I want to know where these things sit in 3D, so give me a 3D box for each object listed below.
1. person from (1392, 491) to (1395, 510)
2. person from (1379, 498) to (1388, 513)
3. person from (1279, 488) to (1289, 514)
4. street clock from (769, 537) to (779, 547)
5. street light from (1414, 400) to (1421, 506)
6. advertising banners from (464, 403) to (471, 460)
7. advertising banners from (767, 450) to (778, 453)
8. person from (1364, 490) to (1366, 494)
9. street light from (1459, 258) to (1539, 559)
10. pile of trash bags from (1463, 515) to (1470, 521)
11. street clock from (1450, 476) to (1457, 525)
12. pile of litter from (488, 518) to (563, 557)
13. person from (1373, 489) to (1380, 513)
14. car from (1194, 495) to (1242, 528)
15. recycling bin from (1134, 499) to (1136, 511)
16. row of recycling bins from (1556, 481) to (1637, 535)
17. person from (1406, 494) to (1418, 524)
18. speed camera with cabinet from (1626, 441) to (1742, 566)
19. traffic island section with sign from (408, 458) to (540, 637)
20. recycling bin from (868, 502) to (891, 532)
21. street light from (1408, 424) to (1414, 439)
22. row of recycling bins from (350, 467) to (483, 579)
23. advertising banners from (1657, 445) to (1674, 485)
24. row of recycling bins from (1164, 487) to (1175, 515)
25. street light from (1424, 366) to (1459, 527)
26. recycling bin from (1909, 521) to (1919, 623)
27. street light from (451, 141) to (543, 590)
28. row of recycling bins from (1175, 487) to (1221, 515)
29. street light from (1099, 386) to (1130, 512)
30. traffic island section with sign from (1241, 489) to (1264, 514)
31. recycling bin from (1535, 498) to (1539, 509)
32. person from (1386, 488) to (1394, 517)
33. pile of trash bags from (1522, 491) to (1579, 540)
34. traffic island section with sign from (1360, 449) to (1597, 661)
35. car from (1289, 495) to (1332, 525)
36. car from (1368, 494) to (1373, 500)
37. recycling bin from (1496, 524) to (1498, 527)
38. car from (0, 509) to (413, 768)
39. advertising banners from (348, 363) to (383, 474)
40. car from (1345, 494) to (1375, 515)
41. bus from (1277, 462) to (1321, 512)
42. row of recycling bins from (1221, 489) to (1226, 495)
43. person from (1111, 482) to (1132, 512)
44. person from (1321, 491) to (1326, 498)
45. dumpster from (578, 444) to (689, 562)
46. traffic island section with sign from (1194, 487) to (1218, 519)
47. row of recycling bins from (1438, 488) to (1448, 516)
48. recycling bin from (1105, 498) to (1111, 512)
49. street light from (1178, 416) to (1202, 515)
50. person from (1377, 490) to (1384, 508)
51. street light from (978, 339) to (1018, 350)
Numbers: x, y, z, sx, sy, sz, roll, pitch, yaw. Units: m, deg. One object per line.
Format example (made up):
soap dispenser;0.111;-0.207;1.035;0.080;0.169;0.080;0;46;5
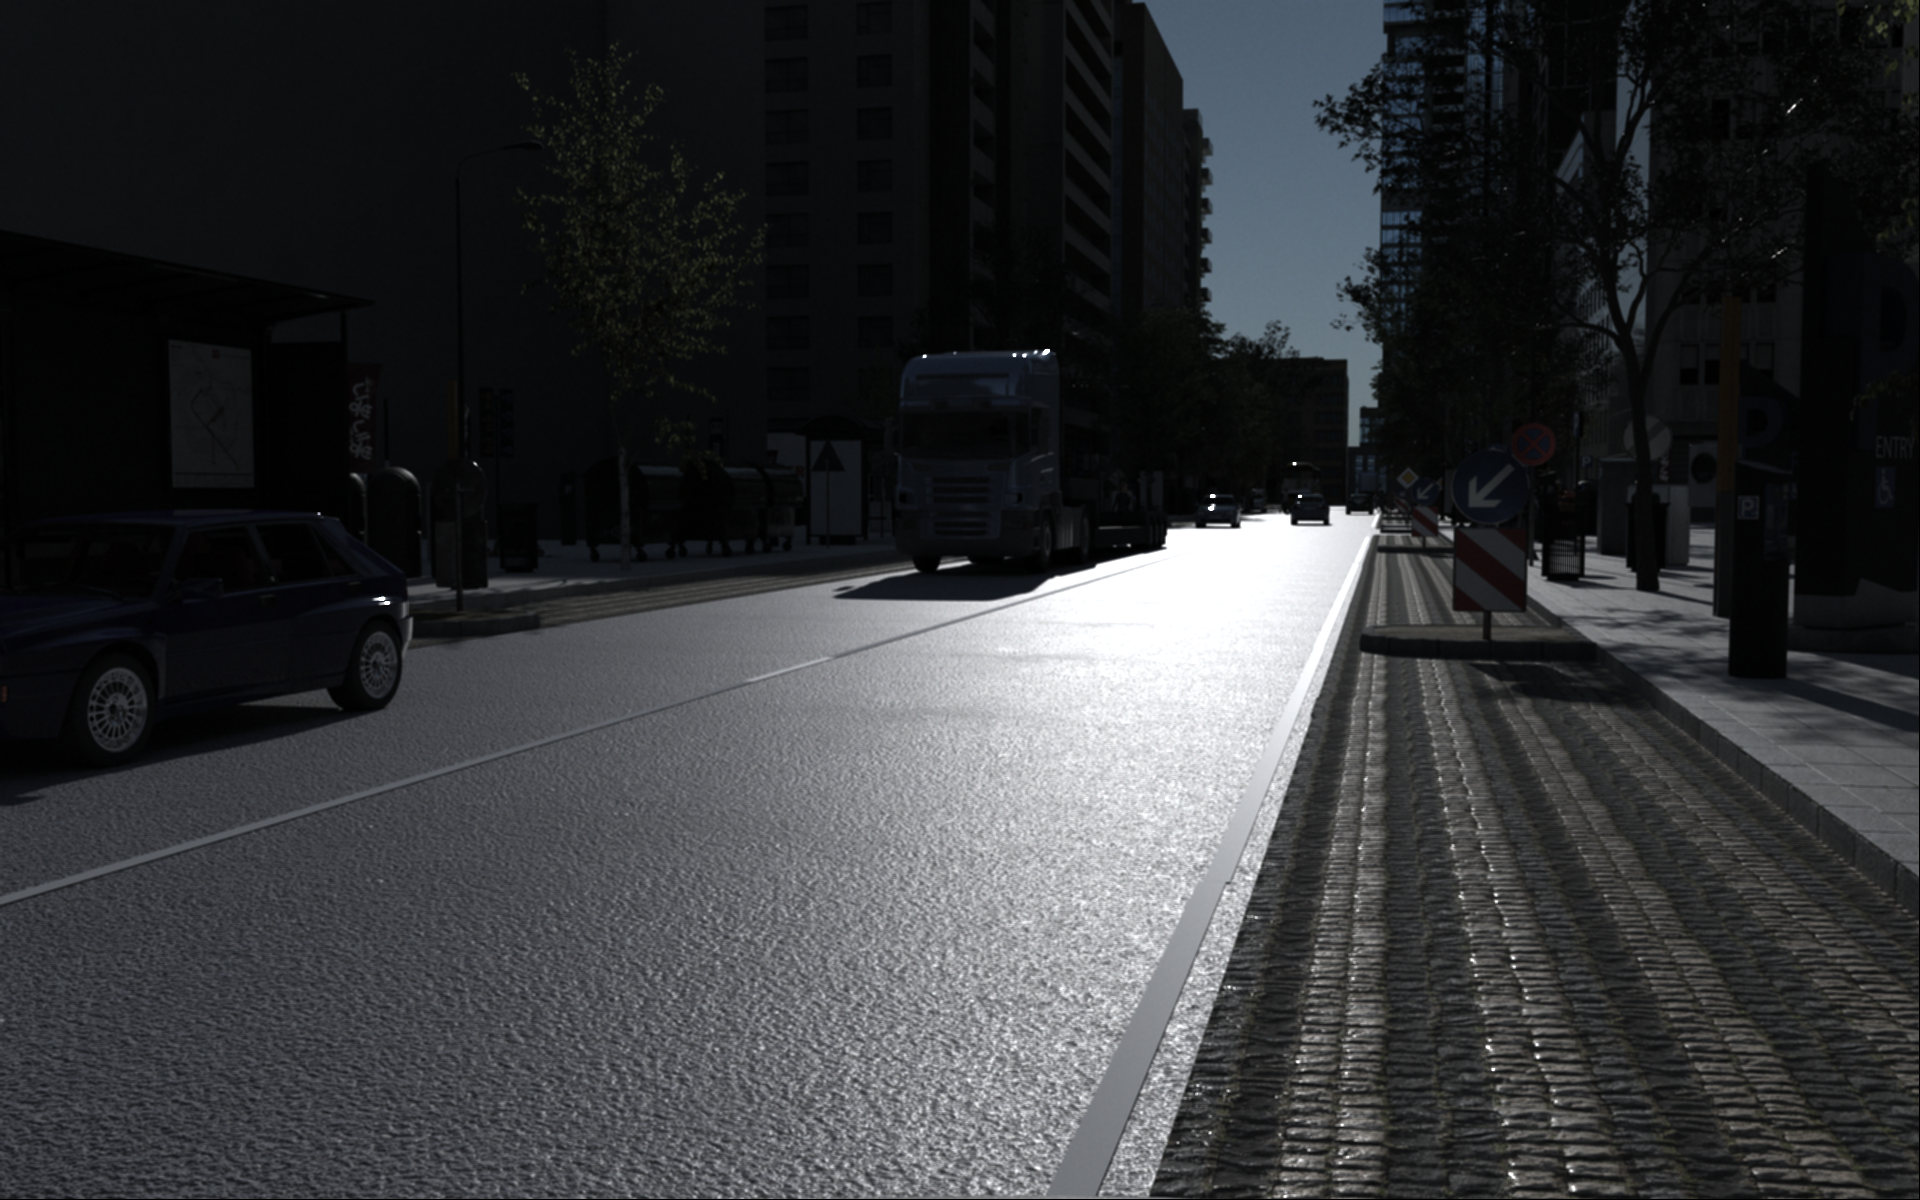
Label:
person;38.112;-8.741;152.349;0.436;1.711;0.756;1;4;19
person;31.223;-6.965;127.884;0.738;1.151;1.012;-3;5;-43
person;23.034;-7.014;123.032;0.795;1.843;0.661;1;4;16
street clock;-4.547;-2.301;42.184;0.471;2.002;0.358;-2;4;-30
street light;23.181;-6.884;85.086;1.470;5.913;1.316;1;4;14
advertising banners;-10.005;-2.319;34.111;0.090;3.025;2.074;-3;4;-36
advertising banners;-8.243;-4.445;68.857;2.074;3.025;0.090;0;4;6
person;40.056;-9.943;171.054;0.705;1.826;1.348;-1;4;-18
street light;10.714;-3.766;34.113;1.470;5.913;1.316;1;4;14
pile of trash bags;23.991;-4.307;80.168;1.912;1.369;3.447;0;3;0
street clock;20.303;-4.072;71.152;0.358;2.002;0.471;2;4;25
pile of litter;-9.016;-1.308;35.350;1.719;0.858;1.176;1;4;17
person;30.376;-7.204;126.632;0.624;1.780;0.694;3;5;41
car;11.195;-3.851;74.966;2.014;1.417;4.499;1;4;12
recycling bin;10.289;-5.713;105.964;0.722;1.027;0.722;-3;4;-36
row of recycling bins;19.966;-2.889;54.351;1.069;1.692;3.534;-3;5;-44
person;21.447;-4.467;81.886;0.721;1.781;0.623;-2;4;-30
speed camera with cabinet;12.886;-2.235;30.883;0.660;3.252;2.038;-2;4;-26
traffic island section with sign;-5.558;-0.588;18.239;1.989;1.847;2.006;1;4;14
recycling bin;-2.706;-2.798;58.308;0.722;1.027;0.722;0;4;-8
street light;30.554;-8.682;114.487;1.470;5.913;1.316;1;4;14
row of recycling bins;-9.081;-1.194;26.633;3.534;1.692;1.069;0;4;1
advertising banners;24.592;-4.052;62.443;2.074;3.025;0.090;1;4;16
row of recycling bins;12.584;-6.434;112.311;1.069;1.692;3.534;2;4;29
street light;17.738;-5.533;63.012;1.470;5.913;1.316;1;4;14
recycling bin;9.302;-0.255;16.725;0.722;1.027;0.722;-1;4;-18
street light;-6.159;-3.090;23.058;1.470;5.913;1.316;1;4;14
row of recycling bins;16.132;-6.808;118.416;3.534;1.692;1.069;-3;5;-43
street light;6.610;-6.253;74.774;1.470;5.913;1.316;1;4;14
traffic island section with sign;21.290;-7.241;127.014;1.989;1.847;2.006;1;4;14
recycling bin;25.950;-3.997;77.900;0.722;1.027;0.722;0;4;3
person;26.739;-6.037;107.553;0.599;1.781;0.374;-1;4;-18
pile of trash bags;16.510;-2.379;48.647;1.912;1.369;3.447;0;4;-4
traffic island section with sign;4.718;-0.447;15.944;1.989;1.847;2.006;1;4;14
car;16.561;-4.272;81.848;2.014;1.417;4.499;1;4;13
car;42.735;-10.546;182.216;2.009;1.686;4.222;1;4;16
recycling bin;15.925;-2.377;51.416;0.722;1.027;0.722;2;4;35
car;-4.976;0.132;10.427;1.945;1.354;3.894;1;4;13
advertising banners;-8.650;-1.629;22.819;2.074;3.025;0.090;-2;4;-29
car;28.287;-6.774;122.560;2.131;1.459;4.920;1;4;14
bus;27.151;-8.950;137.873;2.896;3.916;12.252;1;4;14
row of recycling bins;21.453;-8.417;144.735;1.069;1.692;3.534;1;4;23
person;4.605;-2.478;49.441;0.534;1.772;0.576;3;5;40
person;37.314;-10.343;178.061;0.683;1.767;0.568;1;4;10
dumpster;-6.271;-1.884;33.291;1.502;2.255;1.985;1;4;14
traffic island section with sign;14.599;-5.580;99.861;1.989;1.847;2.006;1;4;14
row of recycling bins;30.649;-6.133;107.379;1.069;1.692;3.534;0;4;-7
recycling bin;10.338;-6.454;118.074;0.722;1.027;0.722;3;5;44
street light;13.798;-8.029;103.820;1.470;5.913;1.316;1;4;14
person;33.981;-8.003;139.603;0.600;1.795;0.529;-1;4;-18
street light;1.054;-4.874;52.234;1.470;5.913;1.316;1;4;14
